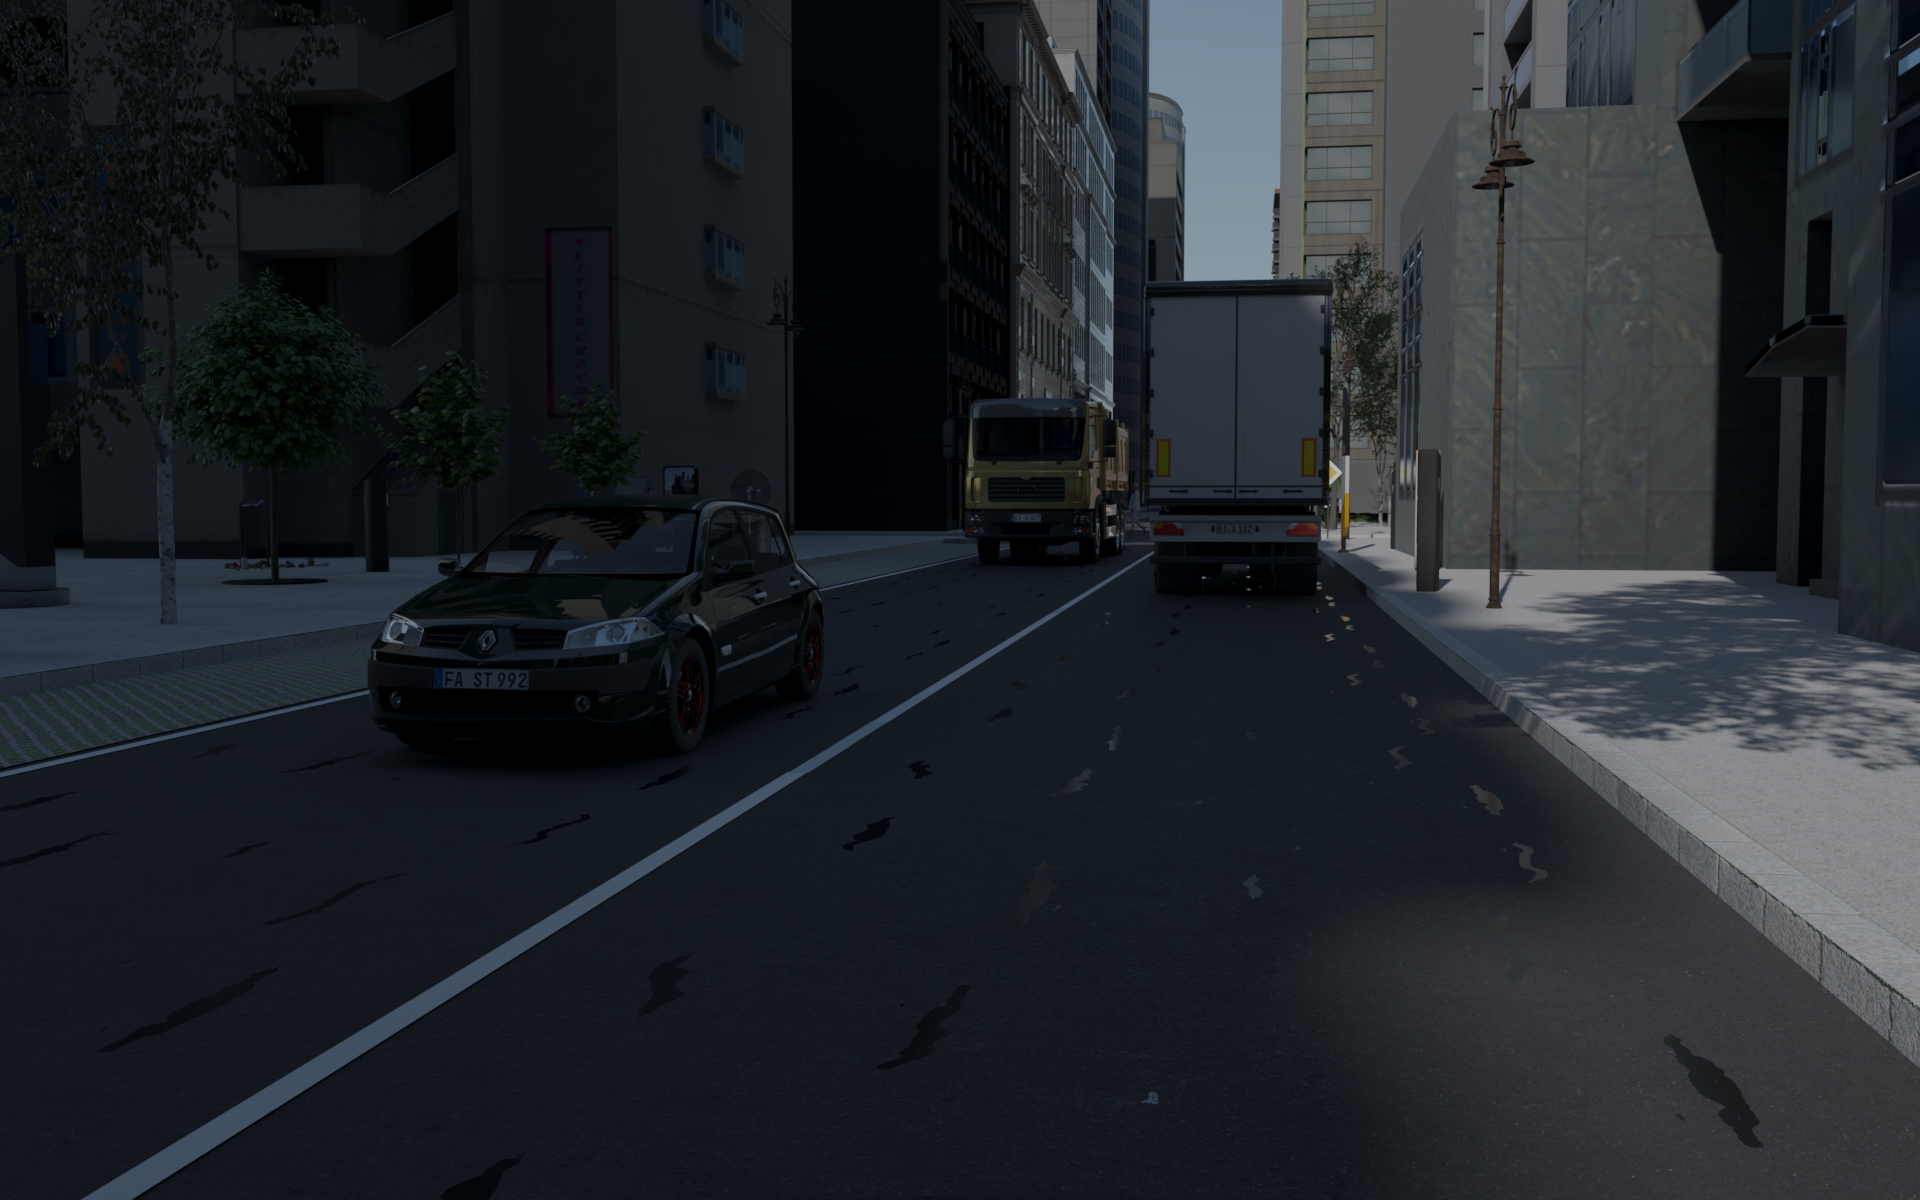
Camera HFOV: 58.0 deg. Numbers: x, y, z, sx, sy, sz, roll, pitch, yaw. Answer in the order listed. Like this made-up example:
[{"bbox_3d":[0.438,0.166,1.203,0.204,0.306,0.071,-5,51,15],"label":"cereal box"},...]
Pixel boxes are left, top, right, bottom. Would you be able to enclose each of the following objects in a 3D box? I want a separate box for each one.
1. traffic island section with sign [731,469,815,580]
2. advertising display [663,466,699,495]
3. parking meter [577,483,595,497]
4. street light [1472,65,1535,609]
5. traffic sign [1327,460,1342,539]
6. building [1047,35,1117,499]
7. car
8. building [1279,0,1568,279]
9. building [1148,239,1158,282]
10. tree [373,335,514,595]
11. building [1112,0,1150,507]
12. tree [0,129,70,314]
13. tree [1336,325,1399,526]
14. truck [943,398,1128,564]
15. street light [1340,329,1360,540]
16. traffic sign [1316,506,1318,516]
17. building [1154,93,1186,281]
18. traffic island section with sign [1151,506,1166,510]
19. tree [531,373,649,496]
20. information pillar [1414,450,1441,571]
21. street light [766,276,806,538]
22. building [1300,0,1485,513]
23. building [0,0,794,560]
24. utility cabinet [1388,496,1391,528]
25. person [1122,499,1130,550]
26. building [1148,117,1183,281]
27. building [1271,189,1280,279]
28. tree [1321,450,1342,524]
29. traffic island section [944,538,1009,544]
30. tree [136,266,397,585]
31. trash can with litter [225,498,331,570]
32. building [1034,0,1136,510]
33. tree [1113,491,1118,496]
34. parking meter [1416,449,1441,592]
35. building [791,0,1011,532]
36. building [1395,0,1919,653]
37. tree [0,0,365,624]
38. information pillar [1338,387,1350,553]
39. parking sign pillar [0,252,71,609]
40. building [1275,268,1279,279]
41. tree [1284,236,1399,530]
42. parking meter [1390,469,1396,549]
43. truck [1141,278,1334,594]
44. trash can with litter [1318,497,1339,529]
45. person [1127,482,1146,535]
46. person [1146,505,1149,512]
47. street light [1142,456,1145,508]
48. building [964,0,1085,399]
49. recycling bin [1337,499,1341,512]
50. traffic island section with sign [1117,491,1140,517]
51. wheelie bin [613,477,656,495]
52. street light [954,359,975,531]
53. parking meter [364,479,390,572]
[{"bbox_3d":[-3.311,-1.099,26.589,1.989,1.847,2.006,1,4,9],"label":"traffic island section with sign"},{"bbox_3d":[-6.374,-2.102,39.576,0.974,1.923,0.123,2,4,33],"label":"advertising display"},{"bbox_3d":[-7.081,-1.501,32.947,0.372,1.533,0.369,0,3,0],"label":"parking meter"},{"bbox_3d":[5.999,-2.843,19.279,0.468,5.910,1.993,1,4,9],"label":"street light"},{"bbox_3d":[10.468,-2.790,49.265,0.795,2.450,0.064,1,4,9],"label":"traffic sign"},{"bbox_3d":[3.581,-20.586,114.076,11.434,29.767,29.804,1,4,9],"label":"building"},{"bbox_3d":[-2.096,-0.069,10.915,2.009,1.686,4.222,1,4,10],"label":"car"},{"bbox_3d":[31.945,-35.029,114.719,21.231,58.520,28.212,1,4,9],"label":"building"},{"bbox_3d":[14.233,-25.578,189.908,14.160,30.474,14.107,1,4,9],"label":"building"},{"bbox_3d":[-6.305,-1.629,21.228,1.663,3.219,1.824,0,3,0],"label":"tree"},{"bbox_3d":[6.971,-38.302,168.242,21.231,58.520,28.212,1,4,9],"label":"building"},{"bbox_3d":[-17.238,-4.771,28.373,4.737,8.622,4.395,0,3,0],"label":"tree"},{"bbox_3d":[17.025,-7.296,69.656,4.360,8.622,3.978,0,3,0],"label":"tree"},{"bbox_3d":[2.012,-2.568,37.903,3.469,3.379,9.791,1,4,10],"label":"truck"},{"bbox_3d":[10.954,-4.648,48.781,0.468,5.910,1.993,1,4,9],"label":"street light"},{"bbox_3d":[11.775,-3.272,57.143,0.795,2.450,0.064,1,4,9],"label":"traffic sign"},{"bbox_3d":[21.536,-43.434,252.143,21.231,58.520,28.212,1,4,9],"label":"building"},{"bbox_3d":[18.321,-9.072,156.958,1.989,1.847,2.006,1,4,9],"label":"traffic island section with sign"},{"bbox_3d":[-5.707,-2.024,27.690,1.663,3.219,1.824,0,3,0],"label":"tree"},{"bbox_3d":[7.827,-1.500,29.013,0.304,2.012,0.304,3,5,41],"label":"information pillar"},{"bbox_3d":[-3.685,-3.916,36.808,0.468,5.910,1.993,1,4,9],"label":"street light"},{"bbox_3d":[24.303,-24.674,87.019,14.154,41.232,14.086,1,4,9],"label":"building"},{"bbox_3d":[-17.238,-25.672,43.442,21.600,48.544,21.300,1,4,9],"label":"building"},{"bbox_3d":[16.962,-3.391,66.610,1.020,1.237,0.306,-1,4,-22],"label":"utility cabinet"},{"bbox_3d":[4.157,-1.918,44.134,0.394,1.301,0.425,-1,4,-17],"label":"person"},{"bbox_3d":[18.000,-36.950,227.834,21.300,48.544,21.600,1,4,9],"label":"building"},{"bbox_3d":[54.551,-35.894,241.483,22.147,44.769,28.867,1,4,9],"label":"building"},{"bbox_3d":[15.845,-4.870,74.232,1.663,3.219,1.824,0,3,0],"label":"tree"},{"bbox_3d":[0.735,-1.754,50.956,2.009,0.180,2.903,1,4,9],"label":"traffic island section"},{"bbox_3d":[-9.833,-2.521,24.925,4.285,4.588,4.351,0,3,0],"label":"tree"},{"bbox_3d":[-11.900,-1.173,30.231,1.678,1.210,2.233,3,4,38],"label":"trash can with litter"},{"bbox_3d":[4.222,-43.141,143.612,20.563,71.187,20.611,1,4,9],"label":"building"},{"bbox_3d":[11.621,-8.305,130.395,1.663,3.219,1.824,0,3,0],"label":"tree"},{"bbox_3d":[6.179,-1.047,22.831,0.255,1.863,0.399,1,4,23],"label":"parking meter"},{"bbox_3d":[-5.203,-14.528,67.217,12.332,23.373,15.834,1,4,9],"label":"building"},{"bbox_3d":[18.502,-43.272,20.177,22.319,86.520,31.000,1,4,9],"label":"building"},{"bbox_3d":[-8.069,-4.066,16.849,4.360,8.622,3.978,0,3,0],"label":"tree"},{"bbox_3d":[8.402,-2.838,37.761,0.183,3.616,0.504,0,4,3],"label":"information pillar"},{"bbox_3d":[-11.059,-1.918,19.837,1.447,3.967,1.447,1,4,21],"label":"parking sign pillar"},{"bbox_3d":[47.068,-27.471,220.844,14.160,30.474,14.107,1,4,9],"label":"building"},{"bbox_3d":[13.748,-7.809,62.084,7.601,10.594,8.767,0,4,-6],"label":"tree"},{"bbox_3d":[10.192,-2.116,40.314,0.255,1.863,0.399,0,4,0],"label":"parking meter"},{"bbox_3d":[4.528,-2.404,28.226,2.839,4.237,11.283,1,4,9],"label":"truck"},{"bbox_3d":[13.473,-3.179,63.370,0.624,1.170,1.055,0,4,-7],"label":"trash can with litter"},{"bbox_3d":[6.238,-3.222,61.065,0.818,1.842,0.514,-1,4,-17],"label":"person"},{"bbox_3d":[14.650,-7.754,136.066,0.721,1.735,1.217,0,4,5],"label":"person"},{"bbox_3d":[17.531,-11.758,165.033,0.468,5.910,1.993,1,4,9],"label":"street light"},{"bbox_3d":[-1.105,-17.730,87.148,12.463,27.353,25.104,1,4,9],"label":"building"},{"bbox_3d":[17.755,-4.188,81.034,0.722,1.027,0.722,0,4,8],"label":"recycling bin"},{"bbox_3d":[10.187,-6.073,107.929,1.989,1.847,2.006,1,4,9],"label":"traffic island section with sign"},{"bbox_3d":[-6.117,-1.505,32.508,0.980,1.594,0.693,1,4,17],"label":"wheelie bin"},{"bbox_3d":[0.160,-5.289,59.258,0.468,5.910,1.993,1,4,9],"label":"street light"},{"bbox_3d":[-9.618,-1.232,28.561,0.372,1.533,0.369,0,3,0],"label":"parking meter"}]
